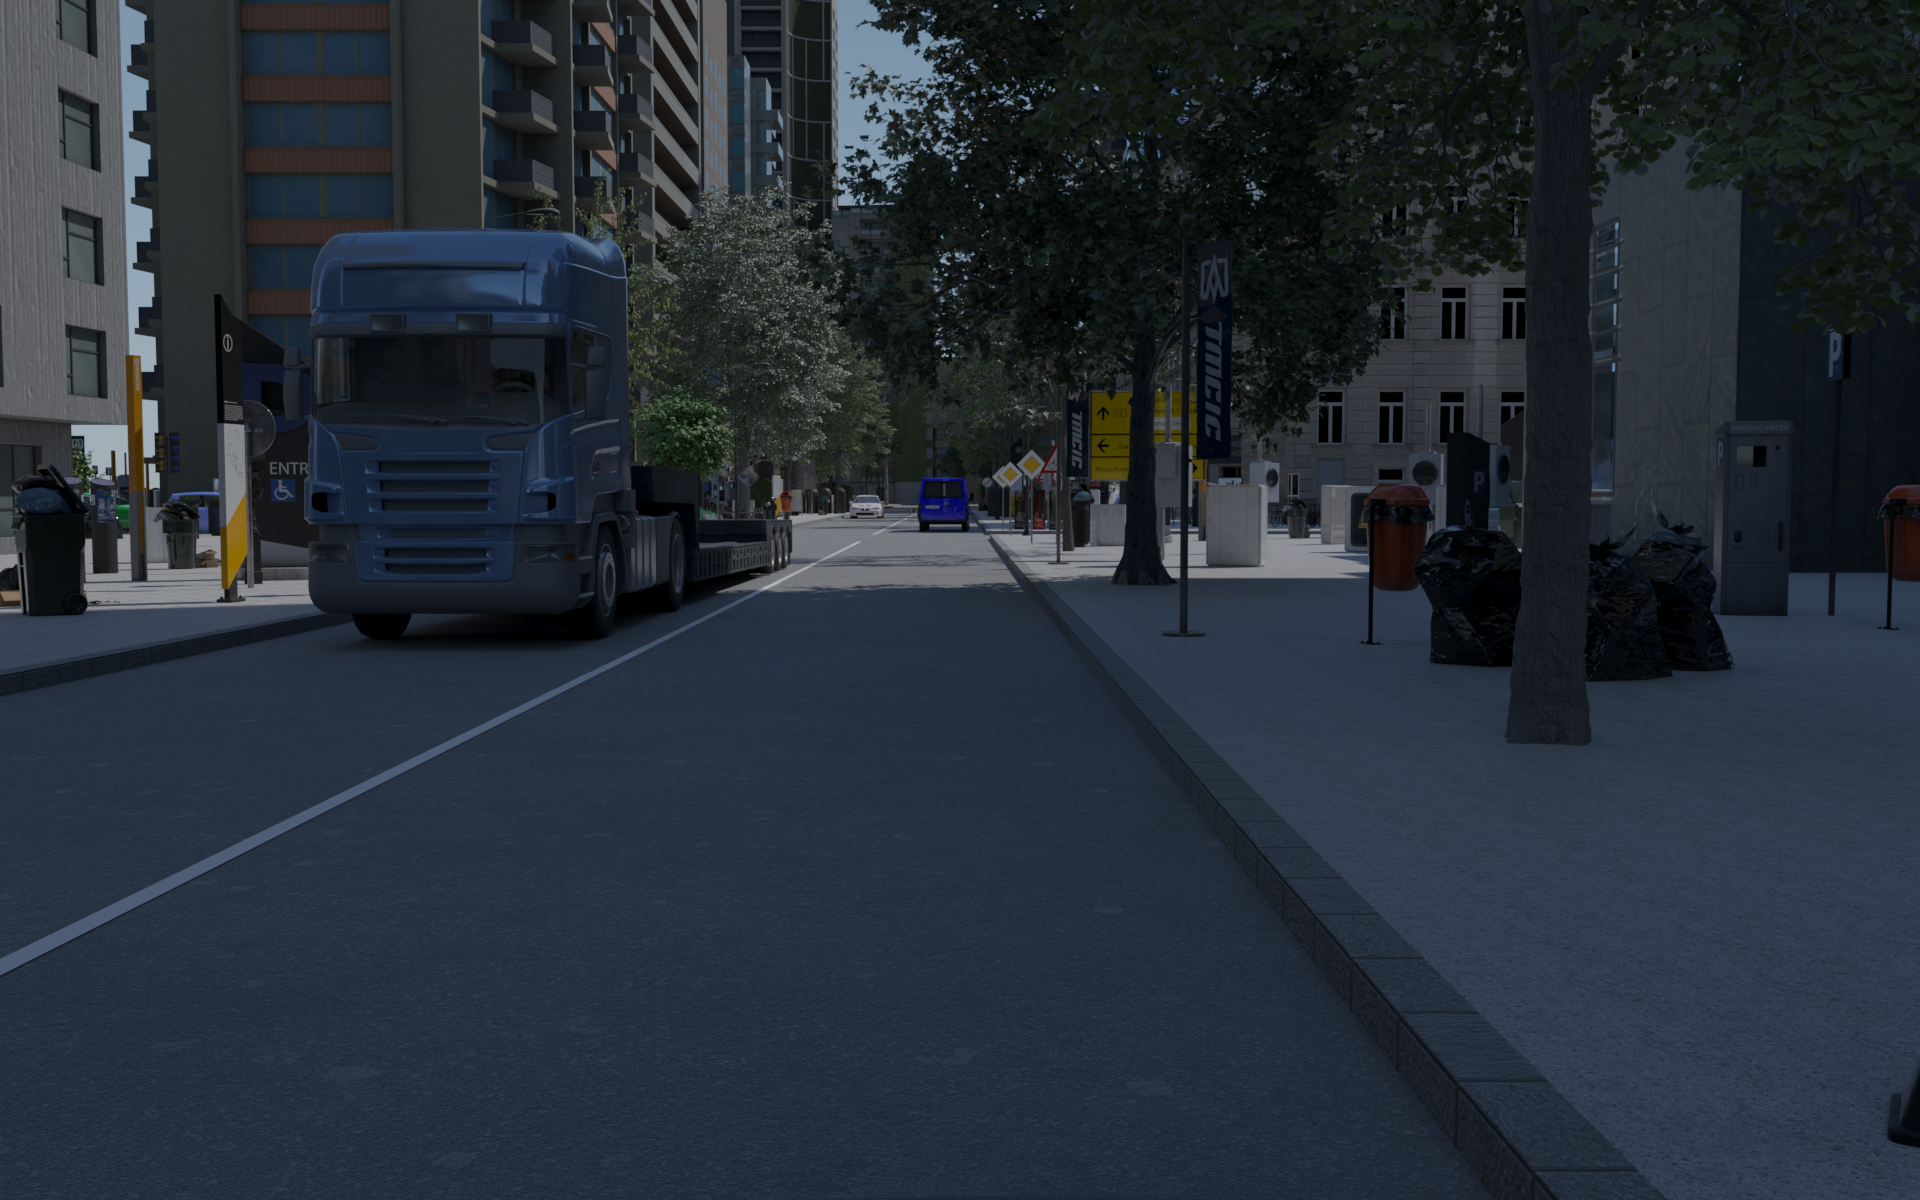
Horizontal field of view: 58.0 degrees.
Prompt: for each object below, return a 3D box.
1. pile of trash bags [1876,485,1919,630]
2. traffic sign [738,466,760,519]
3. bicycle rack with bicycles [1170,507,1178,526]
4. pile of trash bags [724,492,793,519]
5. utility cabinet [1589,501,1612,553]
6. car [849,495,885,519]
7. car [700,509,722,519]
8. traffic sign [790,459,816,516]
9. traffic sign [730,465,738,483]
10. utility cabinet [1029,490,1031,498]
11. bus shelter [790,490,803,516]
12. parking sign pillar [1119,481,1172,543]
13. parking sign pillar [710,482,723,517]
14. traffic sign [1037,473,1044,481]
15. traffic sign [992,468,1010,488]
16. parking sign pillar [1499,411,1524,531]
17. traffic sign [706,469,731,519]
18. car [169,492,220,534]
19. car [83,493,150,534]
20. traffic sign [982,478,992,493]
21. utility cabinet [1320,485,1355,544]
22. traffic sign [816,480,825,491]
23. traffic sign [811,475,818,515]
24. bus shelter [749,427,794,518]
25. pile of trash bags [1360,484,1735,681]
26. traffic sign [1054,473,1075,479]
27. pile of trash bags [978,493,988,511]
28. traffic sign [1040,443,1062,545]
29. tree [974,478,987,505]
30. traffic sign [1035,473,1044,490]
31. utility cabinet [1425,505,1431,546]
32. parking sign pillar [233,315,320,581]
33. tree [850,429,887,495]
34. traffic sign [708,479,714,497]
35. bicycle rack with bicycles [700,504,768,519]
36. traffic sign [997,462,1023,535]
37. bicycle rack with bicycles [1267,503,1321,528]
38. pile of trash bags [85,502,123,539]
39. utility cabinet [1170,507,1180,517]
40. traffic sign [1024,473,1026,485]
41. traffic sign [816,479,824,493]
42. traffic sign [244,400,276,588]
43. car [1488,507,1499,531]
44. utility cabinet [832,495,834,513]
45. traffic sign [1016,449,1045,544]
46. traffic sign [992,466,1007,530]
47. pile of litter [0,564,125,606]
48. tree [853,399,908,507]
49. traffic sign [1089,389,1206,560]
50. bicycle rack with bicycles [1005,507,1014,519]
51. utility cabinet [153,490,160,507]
[{"bbox_3d":[9.411,-0.327,15.105,1.912,1.369,3.447,-1,4,-15],"label":"pile of trash bags"},{"bbox_3d":[-7.511,-3.545,61.603,0.795,2.450,0.064,0,4,0],"label":"traffic sign"},{"bbox_3d":[7.280,-3.461,69.973,2.925,0.926,2.852,-1,4,-14],"label":"bicycle rack with bicycles"},{"bbox_3d":[-9.606,-4.416,81.960,3.447,1.369,1.912,0,4,4],"label":"pile of trash bags"},{"bbox_3d":[5.794,-0.312,16.271,0.306,1.237,1.020,3,5,40],"label":"utility cabinet"},{"bbox_3d":[-5.462,-5.482,101.989,2.083,1.381,4.827,0,4,0],"label":"car"},{"bbox_3d":[-10.411,-2.840,58.236,4.920,1.459,2.131,0,4,0],"label":"car"},{"bbox_3d":[-9.599,-6.588,101.588,2.265,3.308,0.079,0,4,5],"label":"traffic sign"},{"bbox_3d":[-9.804,-4.681,76.646,0.768,2.556,0.104,0,4,8],"label":"traffic sign"},{"bbox_3d":[4.144,-5.779,103.168,1.173,1.500,0.318,2,4,31],"label":"utility cabinet"},{"bbox_3d":[-10.054,-6.766,104.541,2.014,3.302,5.546,0,4,0],"label":"bus shelter"},{"bbox_3d":[4.870,-3.491,45.549,1.447,3.967,1.447,-1,4,-17],"label":"parking sign pillar"},{"bbox_3d":[-13.122,-6.387,92.907,1.447,3.967,1.447,-1,4,-10],"label":"parking sign pillar"},{"bbox_3d":[3.475,-4.185,68.435,0.884,2.594,0.081,0,4,7],"label":"traffic sign"},{"bbox_3d":[3.603,-8.496,132.780,2.265,3.308,0.079,1,4,9],"label":"traffic sign"},{"bbox_3d":[14.854,-3.484,45.438,1.447,3.967,1.447,1,4,11],"label":"parking sign pillar"},{"bbox_3d":[-7.490,-3.057,53.618,0.795,2.450,0.064,0,4,0],"label":"traffic sign"},{"bbox_3d":[-23.963,-2.853,56.235,3.694,1.707,1.945,0,4,0],"label":"car"},{"bbox_3d":[-29.257,-2.964,57.263,4.718,1.807,1.959,0,4,0],"label":"car"},{"bbox_3d":[2.089,-8.131,133.050,0.768,2.556,0.104,0,4,3],"label":"traffic sign"},{"bbox_3d":[9.704,-2.180,44.329,0.318,1.500,1.173,3,5,44],"label":"utility cabinet"},{"bbox_3d":[-10.203,-7.620,126.716,0.606,2.300,0.079,0,4,1],"label":"traffic sign"},{"bbox_3d":[-9.215,-6.578,107.650,0.768,2.556,0.104,0,4,4],"label":"traffic sign"},{"bbox_3d":[-10.699,-7.226,95.785,2.179,5.291,8.768,0,3,0],"label":"bus shelter"},{"bbox_3d":[4.330,-0.236,13.618,1.912,1.369,3.447,-2,4,-26],"label":"pile of trash bags"},{"bbox_3d":[2.982,-2.897,49.494,0.606,2.300,0.079,0,4,1],"label":"traffic sign"},{"bbox_3d":[2.221,-7.405,130.816,1.912,1.369,3.447,0,4,5],"label":"pile of trash bags"},{"bbox_3d":[2.466,-2.688,43.961,0.884,2.594,0.081,0,4,0],"label":"traffic sign"},{"bbox_3d":[2.453,-12.857,204.809,1.663,3.219,1.824,0,3,0],"label":"tree"},{"bbox_3d":[3.952,-5.099,83.481,0.768,2.556,0.104,0,4,4],"label":"traffic sign"},{"bbox_3d":[10.953,-1.810,40.754,1.020,1.237,0.306,3,5,43],"label":"utility cabinet"},{"bbox_3d":[-10.272,-2.308,26.206,1.447,3.967,1.447,-2,4,-23],"label":"parking sign pillar"},{"bbox_3d":[-8.487,-13.380,169.119,4.360,8.622,3.978,0,3,0],"label":"tree"},{"bbox_3d":[-10.973,-4.693,76.836,0.768,2.556,0.104,0,4,6],"label":"traffic sign"},{"bbox_3d":[-8.529,-3.155,64.958,2.925,0.926,2.852,-1,4,-12],"label":"bicycle rack with bicycles"},{"bbox_3d":[1.554,-3.057,53.620,0.795,2.450,0.064,0,4,0],"label":"traffic sign"},{"bbox_3d":[13.189,-3.298,67.308,2.852,0.926,2.925,2,4,35],"label":"bicycle rack with bicycles"},{"bbox_3d":[-25.693,-2.401,49.004,3.447,1.369,1.912,-3,5,-43],"label":"pile of trash bags"},{"bbox_3d":[11.851,-5.252,97.026,1.020,1.237,0.306,0,4,1],"label":"utility cabinet"},{"bbox_3d":[2.989,-4.911,82.429,0.606,2.300,0.079,0,4,5],"label":"traffic sign"},{"bbox_3d":[-10.218,-7.590,125.278,0.795,2.450,0.064,0,4,3],"label":"traffic sign"},{"bbox_3d":[-9.670,-1.433,23.538,0.768,2.556,0.104,0,4,4],"label":"traffic sign"},{"bbox_3d":[16.921,-2.819,58.090,4.499,1.417,2.014,0,4,1],"label":"car"},{"bbox_3d":[-8.517,-6.478,117.072,0.306,1.237,1.020,2,4,29],"label":"utility cabinet"},{"bbox_3d":[1.853,-2.668,44.802,0.795,2.450,0.064,0,4,0],"label":"traffic sign"},{"bbox_3d":[1.533,-3.545,61.606,0.795,2.450,0.064,0,4,0],"label":"traffic sign"},{"bbox_3d":[-10.769,-0.381,20.195,1.719,0.858,1.176,1,4,9],"label":"pile of litter"},{"bbox_3d":[-8.441,-15.365,176.966,9.928,11.665,9.643,0,3,0],"label":"tree"},{"bbox_3d":[3.655,-2.442,33.804,2.265,3.308,0.079,0,4,5],"label":"traffic sign"},{"bbox_3d":[3.633,-4.731,90.733,2.852,0.926,2.925,-2,4,-34],"label":"bicycle rack with bicycles"},{"bbox_3d":[-45.374,-5.513,98.810,0.318,1.500,1.173,2,4,31],"label":"utility cabinet"}]
